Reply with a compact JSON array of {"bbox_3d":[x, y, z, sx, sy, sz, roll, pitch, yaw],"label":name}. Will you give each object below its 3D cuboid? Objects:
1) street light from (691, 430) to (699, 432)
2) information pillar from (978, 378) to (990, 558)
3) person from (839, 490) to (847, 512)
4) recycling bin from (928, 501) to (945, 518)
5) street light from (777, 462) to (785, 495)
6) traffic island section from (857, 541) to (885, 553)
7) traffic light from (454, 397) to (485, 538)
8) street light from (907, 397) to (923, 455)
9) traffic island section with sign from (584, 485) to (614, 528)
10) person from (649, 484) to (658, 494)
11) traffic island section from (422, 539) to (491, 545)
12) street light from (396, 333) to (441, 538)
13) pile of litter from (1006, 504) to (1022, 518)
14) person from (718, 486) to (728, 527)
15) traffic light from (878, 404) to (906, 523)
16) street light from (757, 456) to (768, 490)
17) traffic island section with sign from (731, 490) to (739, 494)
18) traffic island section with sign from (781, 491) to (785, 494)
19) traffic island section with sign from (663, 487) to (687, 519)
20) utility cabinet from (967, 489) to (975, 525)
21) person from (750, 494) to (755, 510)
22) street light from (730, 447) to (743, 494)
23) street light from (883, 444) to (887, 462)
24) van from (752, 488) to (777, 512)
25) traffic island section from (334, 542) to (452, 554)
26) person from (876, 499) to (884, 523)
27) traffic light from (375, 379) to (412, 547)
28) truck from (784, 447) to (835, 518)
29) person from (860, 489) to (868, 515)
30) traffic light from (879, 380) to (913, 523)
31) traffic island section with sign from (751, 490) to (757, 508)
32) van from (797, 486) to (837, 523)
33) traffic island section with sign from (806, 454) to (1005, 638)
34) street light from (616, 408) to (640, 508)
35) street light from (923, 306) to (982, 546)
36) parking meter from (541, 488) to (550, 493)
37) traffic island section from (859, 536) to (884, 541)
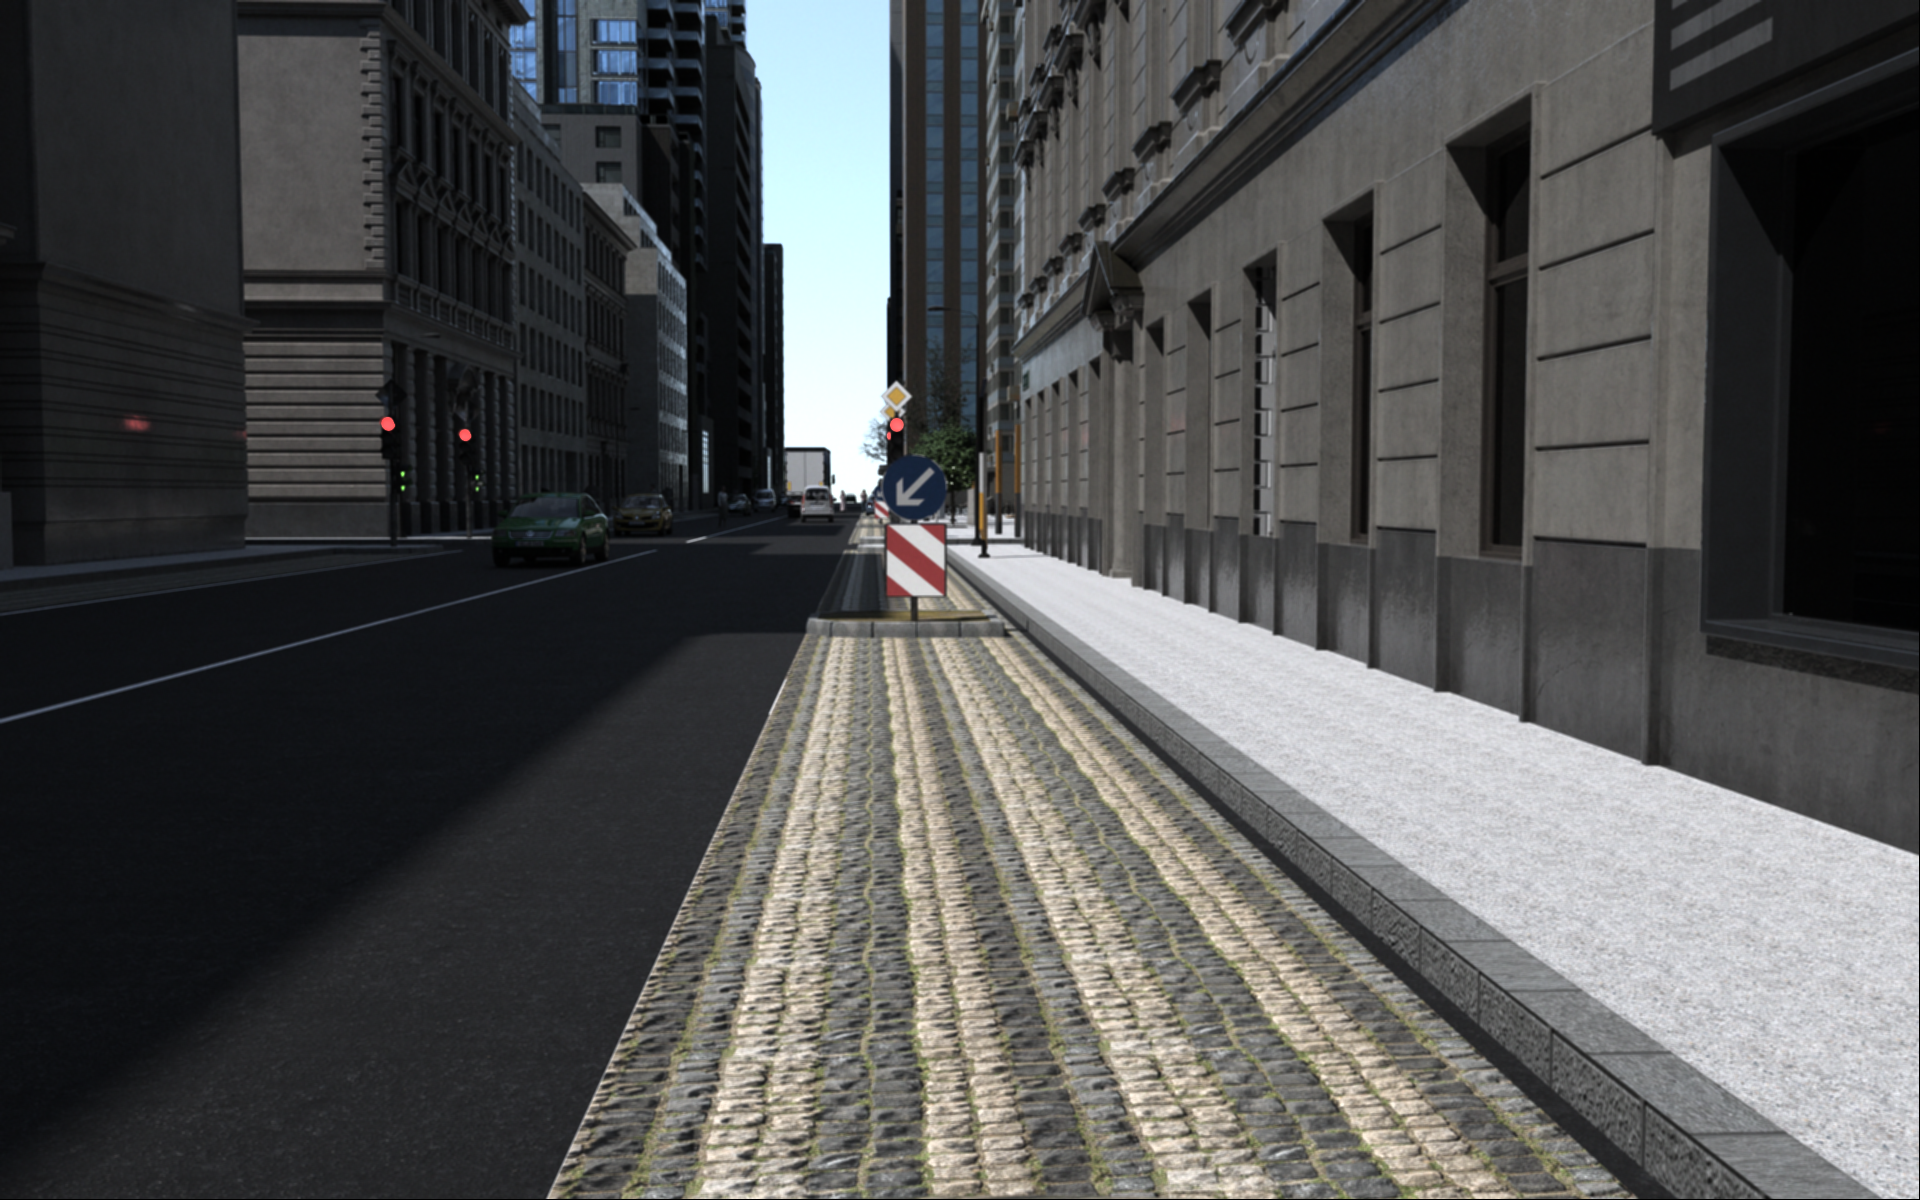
[{"bbox_3d":[-19.730,-9.415,126.474,1.470,5.913,1.316,0,4,-3],"label":"street light"},{"bbox_3d":[0.472,-2.660,34.846,0.183,3.616,0.504,1,4,11],"label":"information pillar"},{"bbox_3d":[-9.300,-7.833,137.232,0.621,1.740,0.551,0,4,1],"label":"person"},{"bbox_3d":[-1.264,-4.898,92.631,0.722,1.027,0.722,2,4,26],"label":"recycling bin"},{"bbox_3d":[-26.070,-17.136,252.712,1.470,5.913,1.316,0,4,-3],"label":"street light"},{"bbox_3d":[-1.544,-1.267,42.989,2.009,0.180,2.903,0,4,-3],"label":"traffic island section"},{"bbox_3d":[-14.238,-3.748,50.207,0.839,4.253,0.868,0,4,-3],"label":"traffic light"},{"bbox_3d":[-2.133,-6.699,82.066,1.470,5.913,1.316,0,4,-3],"label":"street light"},{"bbox_3d":[-15.425,-3.909,72.544,1.989,1.847,2.006,0,4,-3],"label":"traffic island section with sign"},{"bbox_3d":[-11.750,-3.532,66.366,0.853,1.813,0.709,-2,4,-25],"label":"person"},{"bbox_3d":[-14.278,-1.716,50.339,2.009,0.180,2.903,0,4,-3],"label":"traffic island section"},{"bbox_3d":[-15.716,-4.750,50.204,1.470,5.913,1.316,0,4,-3],"label":"street light"},{"bbox_3d":[3.045,-4.796,92.371,1.176,0.858,1.719,-1,4,-8],"label":"pile of litter"},{"bbox_3d":[-10.414,-4.107,75.877,0.478,1.798,0.641,-2,4,-25],"label":"person"},{"bbox_3d":[-1.993,-3.788,50.848,0.839,4.253,0.868,0,4,-3],"label":"traffic light"},{"bbox_3d":[-23.916,-14.494,209.514,1.470,5.913,1.316,0,4,-3],"label":"street light"},{"bbox_3d":[-19.386,-8.633,149.783,1.989,1.847,2.006,0,4,-3],"label":"traffic island section with sign"},{"bbox_3d":[-23.599,-13.670,232.125,1.989,1.847,2.006,0,4,-3],"label":"traffic island section with sign"},{"bbox_3d":[-16.839,-5.597,100.134,1.989,1.847,2.006,0,4,-3],"label":"traffic island section with sign"},{"bbox_3d":[0.560,-3.797,70.757,0.318,1.500,1.173,1,4,13],"label":"utility cabinet"},{"bbox_3d":[-18.830,-8.941,157.951,1.065,1.426,0.557,-3,5,-40],"label":"person"},{"bbox_3d":[-21.843,-12.029,169.214,1.470,5.913,1.316,0,4,-3],"label":"street light"},{"bbox_3d":[-6.068,-11.429,159.404,1.470,5.913,1.316,0,4,-3],"label":"street light"},{"bbox_3d":[-15.521,-7.986,137.580,2.013,2.044,4.112,0,4,-4],"label":"van"},{"bbox_3d":[-13.870,-1.228,42.364,2.009,0.180,2.903,0,4,-3],"label":"traffic island section"},{"bbox_3d":[-3.823,-4.591,83.903,0.444,1.785,0.601,-3,5,-42],"label":"person"},{"bbox_3d":[-13.829,-3.261,42.232,0.839,4.253,0.868,0,4,-3],"label":"traffic light"},{"bbox_3d":[-9.445,-7.337,108.865,2.839,4.237,11.283,0,4,-2],"label":"truck"},{"bbox_3d":[-6.576,-6.791,120.125,0.593,1.750,0.643,-3,5,-42],"label":"person"},{"bbox_3d":[-1.585,-3.300,42.873,0.839,4.253,0.868,0,4,-3],"label":"traffic light"},{"bbox_3d":[-20.789,-10.310,177.189,1.989,1.847,2.006,0,4,-3],"label":"traffic island section with sign"},{"bbox_3d":[-7.284,-4.970,88.275,2.013,2.044,4.112,0,4,-5],"label":"van"},{"bbox_3d":[-0.597,-0.578,18.079,1.989,1.847,2.006,0,4,-3],"label":"traffic island section with sign"},{"bbox_3d":[-17.868,-7.373,93.086,1.470,5.913,1.316,0,4,-3],"label":"street light"},{"bbox_3d":[-0.106,-4.305,42.935,1.470,5.913,1.316,0,4,-3],"label":"street light"},{"bbox_3d":[-17.256,-3.896,72.117,0.372,1.533,0.369,0,3,0],"label":"parking meter"},{"bbox_3d":[-1.953,-1.754,50.964,2.009,0.180,2.903,0,4,-3],"label":"traffic island section"}]
